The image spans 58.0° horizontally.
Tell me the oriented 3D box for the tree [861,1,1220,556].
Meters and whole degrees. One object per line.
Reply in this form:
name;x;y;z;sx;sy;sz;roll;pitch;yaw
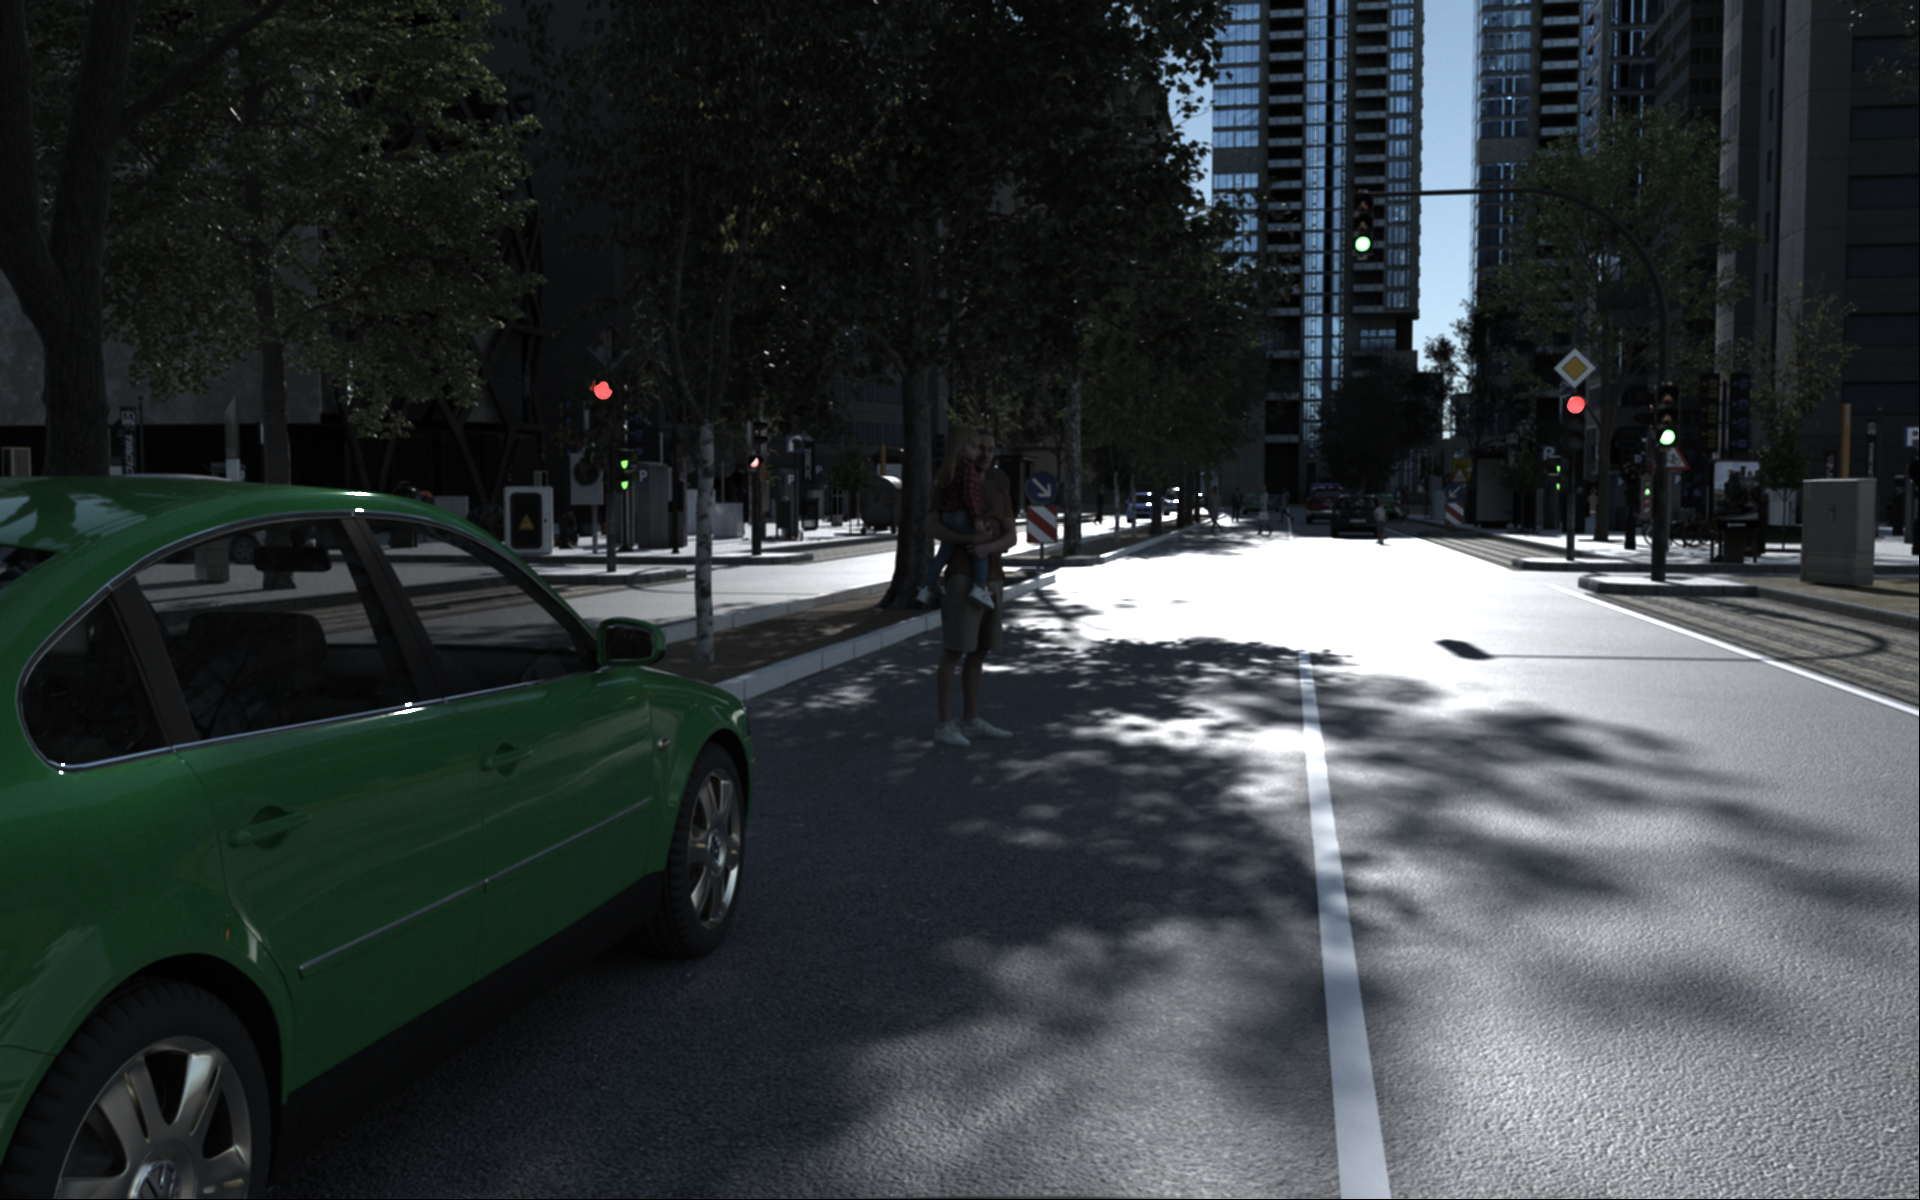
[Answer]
tree;1.518;-11.102;39.856;12.611;20.169;13.585;0;3;0

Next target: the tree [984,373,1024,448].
tree;1.414;-8.206;84.537;4.360;8.622;3.978;0;3;0

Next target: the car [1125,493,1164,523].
car;9.324;-4.760;87.413;1.945;1.707;3.694;1;4;9

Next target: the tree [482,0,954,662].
tree;-2.149;-3.788;14.751;4.360;8.622;3.978;0;3;0

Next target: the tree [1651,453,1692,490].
tree;29.811;-4.768;72.551;1.663;3.219;1.824;0;3;0

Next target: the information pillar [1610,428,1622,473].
information pillar;23.410;-4.312;61.857;0.183;3.616;0.504;-1;4;-22

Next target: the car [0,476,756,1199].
car;-1.863;0.284;4.158;1.959;1.807;4.718;1;4;11

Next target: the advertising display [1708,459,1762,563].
advertising display;14.358;-1.645;32.103;0.974;1.923;0.123;0;4;-6

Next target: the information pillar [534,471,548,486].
information pillar;-13.247;-3.075;54.761;0.304;2.012;0.304;2;4;31

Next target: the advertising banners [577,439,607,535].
advertising banners;-11.087;-3.579;54.708;2.074;3.025;0.090;1;4;8

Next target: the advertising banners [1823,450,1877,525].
advertising banners;35.258;-4.432;68.644;2.074;3.025;0.090;1;4;11

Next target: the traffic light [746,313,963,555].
traffic light;-2.191;-3.750;35.984;4.771;5.953;1.251;1;4;11

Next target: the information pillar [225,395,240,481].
information pillar;-17.234;-3.041;41.081;0.504;3.616;0.183;3;4;37

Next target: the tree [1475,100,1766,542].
tree;17.385;-7.374;46.317;9.928;11.665;9.643;0;3;0

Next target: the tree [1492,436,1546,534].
tree;18.415;-3.773;56.289;1.663;3.219;1.824;0;3;0

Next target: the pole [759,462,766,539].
pole;-5.671;-3.408;49.564;0.158;3.312;0.155;0;3;0

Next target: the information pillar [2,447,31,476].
information pillar;-14.789;-1.389;27.200;0.304;2.012;0.304;2;4;35

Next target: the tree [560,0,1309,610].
tree;-0.534;-6.242;21.520;9.611;12.733;9.660;0;3;0

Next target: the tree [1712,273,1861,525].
tree;27.631;-6.564;57.680;4.360;8.622;3.978;0;3;0

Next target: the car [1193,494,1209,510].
car;21.814;-8.912;157.516;2.131;1.459;4.920;1;4;12

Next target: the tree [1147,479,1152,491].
tree;20.918;-11.717;186.168;1.663;3.219;1.824;0;3;0

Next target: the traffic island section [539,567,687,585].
traffic island section;-5.779;-0.388;28.631;2.009;0.180;2.903;1;4;11

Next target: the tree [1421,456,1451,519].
tree;24.371;-5.744;88.513;1.663;3.219;1.824;0;3;0

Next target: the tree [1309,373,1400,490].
tree;41.206;-16.614;178.286;9.857;13.997;8.962;0;3;0

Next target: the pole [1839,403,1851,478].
pole;19.882;-2.759;38.953;0.158;3.312;0.155;0;3;0

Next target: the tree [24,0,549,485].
tree;-9.655;-6.419;23.081;7.486;12.596;7.792;0;3;0

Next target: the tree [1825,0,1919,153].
tree;10.382;-6.268;12.860;12.009;13.543;11.850;0;3;0

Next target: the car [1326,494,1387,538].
car;13.361;-2.968;58.319;2.009;1.686;4.222;1;4;12

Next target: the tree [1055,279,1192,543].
tree;5.670;-6.315;56.073;4.737;8.622;4.395;0;3;0

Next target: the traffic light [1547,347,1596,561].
traffic light;11.770;-2.717;33.343;0.839;4.253;0.868;1;4;11

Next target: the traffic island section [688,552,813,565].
traffic island section;-4.301;-0.868;36.478;2.009;0.180;2.903;1;4;11

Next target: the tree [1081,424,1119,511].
tree;10.586;-11.044;130.926;4.360;8.622;3.978;0;3;0

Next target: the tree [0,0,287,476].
tree;-3.716;-4.815;6.940;9.928;11.665;9.643;0;3;0

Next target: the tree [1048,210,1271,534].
tree;6.982;-8.650;62.015;7.486;12.596;7.792;0;3;0

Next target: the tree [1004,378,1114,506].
tree;6.018;-10.303;102.866;7.601;10.594;8.767;1;4;13

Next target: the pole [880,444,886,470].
pole;-3.151;-4.714;70.919;0.158;3.312;0.155;0;3;0

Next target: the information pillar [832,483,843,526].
information pillar;-4.868;-3.929;68.724;0.304;2.012;0.304;3;4;39

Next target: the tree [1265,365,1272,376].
tree;12.720;-10.014;91.933;9.928;11.665;9.643;0;3;0

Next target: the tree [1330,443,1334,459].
tree;40.197;-14.317;168.493;8.767;10.594;7.601;1;4;17

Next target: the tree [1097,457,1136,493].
tree;13.494;-10.050;148.028;4.285;4.588;4.351;0;3;0

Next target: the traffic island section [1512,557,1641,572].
traffic island section;11.807;-0.683;33.450;2.009;0.180;2.903;1;4;11

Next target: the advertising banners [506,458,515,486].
advertising banners;-19.081;-4.592;71.272;2.074;3.025;0.090;2;4;28

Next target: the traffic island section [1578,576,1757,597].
traffic island section;10.329;-0.203;25.603;2.009;0.180;2.903;1;4;11

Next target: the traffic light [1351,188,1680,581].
traffic light;8.219;-3.124;25.742;4.771;5.953;1.251;1;4;11

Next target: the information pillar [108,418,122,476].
information pillar;-24.879;-3.661;51.216;0.183;3.616;0.504;2;4;34

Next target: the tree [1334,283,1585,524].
tree;22.114;-8.549;74.192;8.767;10.594;7.601;-2;4;-33

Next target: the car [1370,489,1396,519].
car;23.923;-5.503;98.766;1.959;1.807;4.718;1;4;9

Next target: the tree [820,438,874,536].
tree;-3.322;-3.631;53.963;1.663;3.219;1.824;0;3;0

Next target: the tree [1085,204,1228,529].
tree;9.176;-9.709;71.576;12.009;13.543;11.850;0;3;0

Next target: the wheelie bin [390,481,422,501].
wheelie bin;-13.329;-2.060;41.587;0.693;1.594;0.980;0;4;1

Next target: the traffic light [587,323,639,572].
traffic light;-5.742;-2.420;28.489;0.839;4.253;0.868;1;4;11

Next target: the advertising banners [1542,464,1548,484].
advertising banners;35.209;-6.507;102.579;2.074;3.025;0.090;-2;4;-26

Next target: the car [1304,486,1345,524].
car;17.806;-4.602;83.908;2.281;1.827;5.304;1;4;11

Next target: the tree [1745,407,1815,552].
tree;18.443;-2.693;38.627;1.663;3.219;1.824;0;3;0
